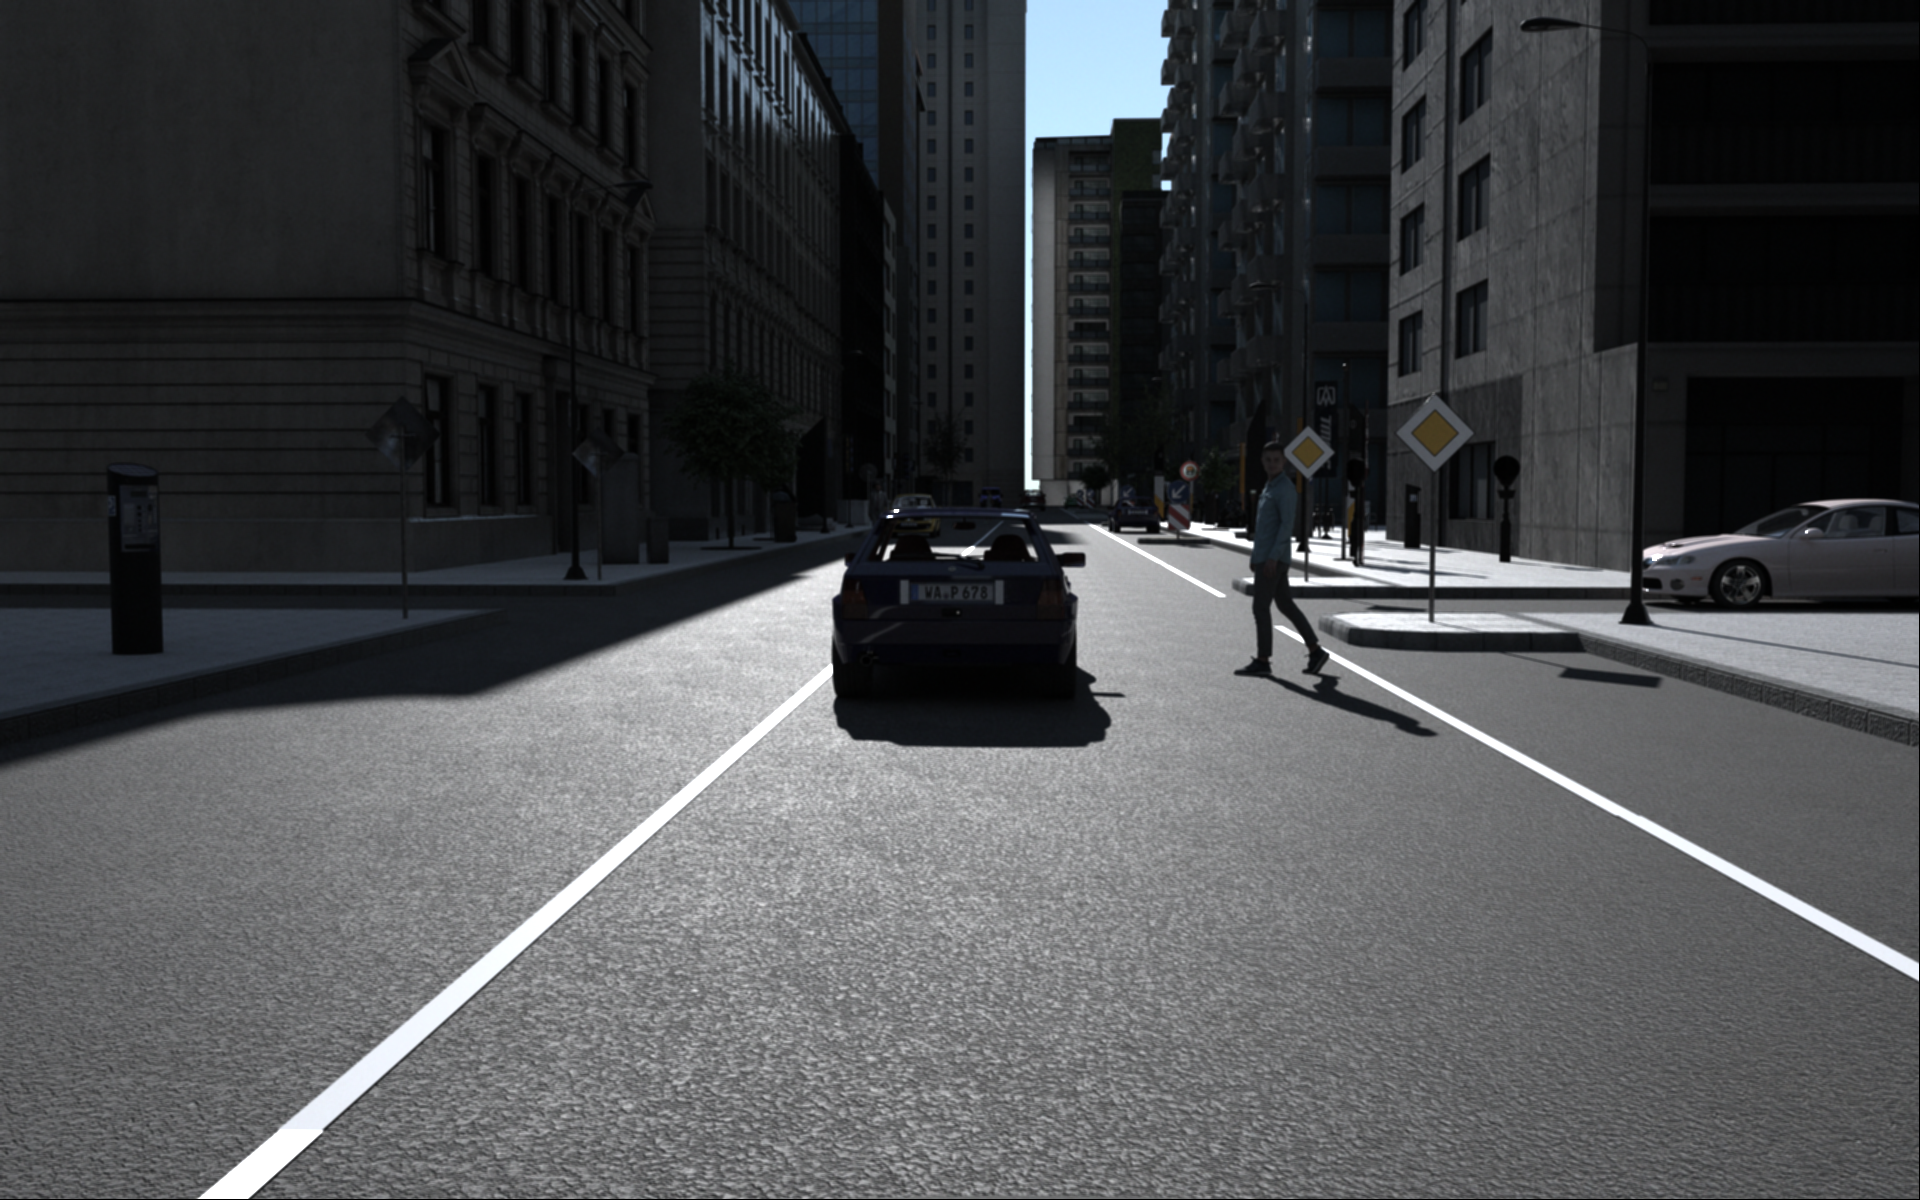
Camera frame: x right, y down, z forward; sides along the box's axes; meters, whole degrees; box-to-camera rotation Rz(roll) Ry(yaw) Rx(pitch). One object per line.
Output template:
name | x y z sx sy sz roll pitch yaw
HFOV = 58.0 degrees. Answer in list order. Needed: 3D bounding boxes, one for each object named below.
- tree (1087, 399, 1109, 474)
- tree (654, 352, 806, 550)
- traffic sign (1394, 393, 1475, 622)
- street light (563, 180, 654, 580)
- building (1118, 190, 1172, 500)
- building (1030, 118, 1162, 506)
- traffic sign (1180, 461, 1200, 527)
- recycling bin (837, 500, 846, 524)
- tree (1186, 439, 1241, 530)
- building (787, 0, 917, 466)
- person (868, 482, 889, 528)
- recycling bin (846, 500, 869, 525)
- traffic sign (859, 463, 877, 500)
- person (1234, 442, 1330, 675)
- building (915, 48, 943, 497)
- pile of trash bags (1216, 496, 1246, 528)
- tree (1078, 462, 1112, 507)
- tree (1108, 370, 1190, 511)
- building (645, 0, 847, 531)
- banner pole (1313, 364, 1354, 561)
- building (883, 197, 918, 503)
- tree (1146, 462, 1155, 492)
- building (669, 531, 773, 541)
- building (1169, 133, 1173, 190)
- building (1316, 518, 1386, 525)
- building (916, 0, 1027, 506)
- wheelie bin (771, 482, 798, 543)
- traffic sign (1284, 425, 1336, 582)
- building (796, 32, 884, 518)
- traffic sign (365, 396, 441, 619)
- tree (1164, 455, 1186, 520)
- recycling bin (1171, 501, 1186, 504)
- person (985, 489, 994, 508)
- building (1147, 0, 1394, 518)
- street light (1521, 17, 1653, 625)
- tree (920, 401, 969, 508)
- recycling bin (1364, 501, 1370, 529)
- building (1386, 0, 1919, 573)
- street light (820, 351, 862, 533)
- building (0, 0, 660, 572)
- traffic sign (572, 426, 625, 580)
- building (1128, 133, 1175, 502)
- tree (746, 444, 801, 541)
tree | 11.747 -11.187 133.274 4.737 8.622 4.395 0 3 0
tree | -5.414 -3.465 40.362 4.285 4.588 4.351 0 3 0
traffic sign | 4.725 -0.836 17.308 0.795 2.450 0.064 0 4 2
street light | -5.232 -3.258 25.802 1.470 5.913 1.316 0 4 2
building | 22.219 -24.166 166.810 14.160 30.474 14.107 0 4 2
building | 14.889 -31.093 191.962 14.086 41.232 14.154 0 4 2
traffic sign | 8.851 -4.072 66.676 0.768 2.556 0.104 0 4 5
recycling bin | -4.823 -3.817 74.959 0.722 1.027 0.722 3 5 44
tree | 9.047 -4.077 61.267 1.663 3.219 1.824 0 3 0
building | -10.807 -29.751 136.545 14.600 45.320 14.200 0 4 2
person | -2.403 -2.595 51.196 0.678 1.792 0.850 0 4 6
recycling bin | -4.145 -3.588 71.210 0.722 1.027 0.722 1 4 10
traffic sign | -3.830 -4.401 72.069 0.768 2.556 0.104 0 4 7
person | 2.550 -0.325 13.674 0.748 1.841 0.638 1 4 11
building | -16.457 -31.156 164.020 28.867 44.769 22.147 0 4 2
pile of trash bags | 11.242 -3.484 66.720 1.912 1.369 3.447 2 4 30
tree | 13.334 -11.489 171.553 4.285 4.588 4.351 0 3 0
tree | 11.660 -9.354 103.292 4.737 8.622 4.395 0 3 0
building | -10.656 -13.752 74.003 9.793 20.994 18.267 0 4 2
banner pole | 7.235 -2.664 33.568 0.863 3.779 0.401 2 4 32
building | -17.601 -16.574 116.032 27.650 21.520 28.899 0 4 2
tree | 10.504 -5.833 89.968 1.663 3.219 1.824 0 3 0
building | -11.163 -12.634 55.712 9.793 20.994 18.267 0 4 2
building | 36.551 -33.097 195.756 28.867 44.769 22.147 0 4 2
building | 24.316 -28.282 82.016 23.786 49.044 30.456 0 4 2
building | -6.643 -39.995 195.915 28.212 58.520 21.231 0 4 2
wheelie bin | -4.676 -2.331 46.020 0.693 1.594 0.980 -1 4 -14
traffic sign | 5.066 -1.324 25.285 0.795 2.450 0.064 0 4 2
building | -10.861 -16.030 91.771 12.332 23.373 15.834 0 4 2
traffic sign | -5.709 -0.864 17.772 0.795 2.450 0.064 0 4 2
tree | 10.715 -5.524 84.923 1.663 3.219 1.824 0 3 0
recycling bin | 12.465 -5.297 99.167 0.722 1.027 0.722 -2 4 -31
person | 1.433 -4.655 85.608 0.522 1.701 0.512 0 4 6
building | 25.575 -30.597 119.870 23.786 49.044 30.456 0 4 2
street light | 6.163 -2.721 17.026 1.470 5.913 1.316 0 4 2
tree | -1.286 -11.394 136.647 4.360 8.622 3.978 0 3 0
recycling bin | 14.691 -3.132 63.763 0.722 1.027 0.722 1 4 19
building | 21.647 -36.541 35.697 20.611 71.187 20.563 0 4 2
street light | -3.877 -5.133 56.459 1.470 5.913 1.316 0 4 2
building | -13.250 -10.544 37.025 10.561 19.102 19.286 0 4 2
traffic sign | -5.368 -1.352 25.750 0.795 2.450 0.064 0 4 2
building | 30.796 -27.843 147.116 32.217 40.220 23.993 0 4 2
tree | -5.132 -3.267 48.018 1.663 3.219 1.824 0 3 0
